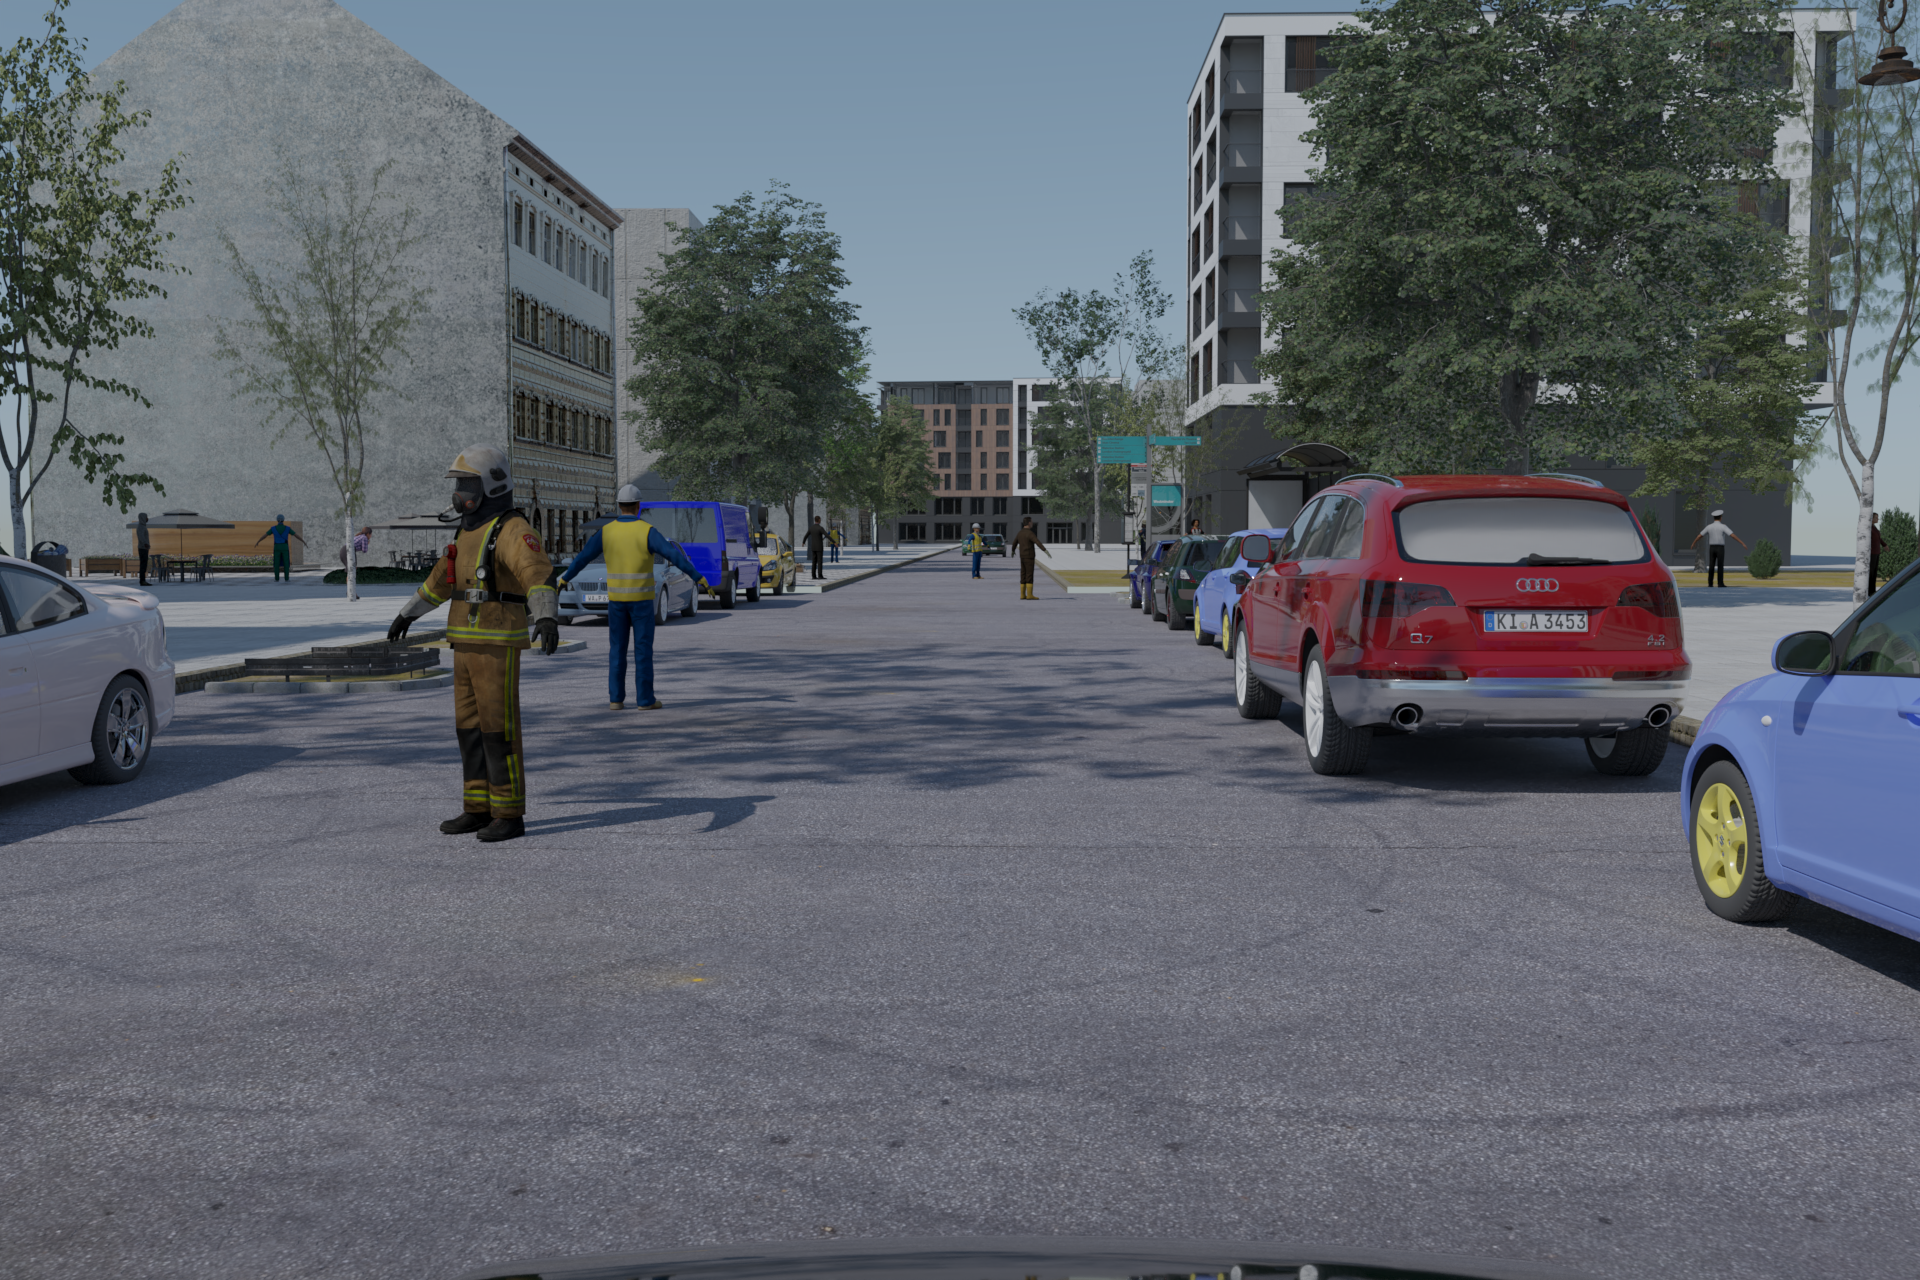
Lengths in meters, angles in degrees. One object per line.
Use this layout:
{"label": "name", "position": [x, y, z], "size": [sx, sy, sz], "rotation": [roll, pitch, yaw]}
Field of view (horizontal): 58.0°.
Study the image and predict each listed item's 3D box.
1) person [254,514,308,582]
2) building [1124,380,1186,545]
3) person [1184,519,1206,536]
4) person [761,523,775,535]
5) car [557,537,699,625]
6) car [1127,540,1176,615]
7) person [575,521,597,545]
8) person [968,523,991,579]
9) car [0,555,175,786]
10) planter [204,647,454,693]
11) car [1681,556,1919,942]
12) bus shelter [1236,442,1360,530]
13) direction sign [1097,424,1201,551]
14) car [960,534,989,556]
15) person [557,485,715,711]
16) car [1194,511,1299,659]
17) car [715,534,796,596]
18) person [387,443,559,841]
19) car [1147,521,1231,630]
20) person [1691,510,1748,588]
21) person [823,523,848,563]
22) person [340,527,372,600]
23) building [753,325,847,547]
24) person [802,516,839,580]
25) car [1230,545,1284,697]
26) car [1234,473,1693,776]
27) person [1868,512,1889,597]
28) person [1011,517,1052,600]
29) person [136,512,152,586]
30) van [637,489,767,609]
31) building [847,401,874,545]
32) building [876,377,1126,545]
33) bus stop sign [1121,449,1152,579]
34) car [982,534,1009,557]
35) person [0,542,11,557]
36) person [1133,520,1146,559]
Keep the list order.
{"label": "person", "position": [-18.283, -2.479, 46.654], "size": [1.347, 1.817, 0.704], "rotation": [-1, 4, -20]}
{"label": "building", "position": [29.141, -20.807, 206.649], "size": [16.747, 18.905, 31.486], "rotation": [0, 4, 1]}
{"label": "person", "position": [8.623, -3.496, 63.301], "size": [1.345, 1.843, 0.704], "rotation": [-1, 4, -11]}
{"label": "person", "position": [-8.068, -4.040, 71.917], "size": [1.347, 1.847, 0.705], "rotation": [-2, 4, -35]}
{"label": "car", "position": [-5.473, -1.024, 28.741], "size": [2.014, 1.417, 4.499], "rotation": [0, 4, 1]}
{"label": "car", "position": [4.126, -1.198, 32.175], "size": [1.945, 1.354, 3.894], "rotation": [0, 4, 0]}
{"label": "person", "position": [-15.115, -3.956, 70.862], "size": [1.347, 1.806, 0.705], "rotation": [-2, 4, -29]}
{"label": "person", "position": [0.598, -2.829, 55.169], "size": [0.721, 1.772, 1.216], "rotation": [2, 4, 35]}
{"label": "car", "position": [-5.734, 0.227, 8.654], "size": [2.083, 1.381, 4.827], "rotation": [0, 4, 1]}
{"label": "planter", "position": [-5.822, 0.278, 16.601], "size": [1.991, 0.319, 1.994], "rotation": [0, 4, 1]}
{"label": "car", "position": [3.649, 0.261, 5.319], "size": [1.945, 1.707, 3.694], "rotation": [0, 3, 0]}
{"label": "bus shelter", "position": [7.873, -2.873, 40.902], "size": [2.014, 3.302, 5.546], "rotation": [0, 4, 2]}
{"label": "direction sign", "position": [4.600, -3.235, 41.659], "size": [2.525, 3.948, 1.411], "rotation": [0, 4, 0]}
{"label": "car", "position": [1.076, -6.326, 115.220], "size": [2.131, 1.459, 4.920], "rotation": [0, 4, 2]}
{"label": "person", "position": [-2.679, -0.350, 14.146], "size": [1.349, 1.833, 0.705], "rotation": [0, 4, 7]}
{"label": "car", "position": [3.877, -0.709, 21.187], "size": [1.945, 1.707, 3.694], "rotation": [0, 3, 0]}
{"label": "car", "position": [-4.957, -1.917, 41.571], "size": [2.015, 1.641, 3.980], "rotation": [0, 4, 1]}
{"label": "person", "position": [-2.261, 0.002, 8.194], "size": [1.354, 1.858, 0.705], "rotation": [3, 5, 42]}
{"label": "car", "position": [3.981, -1.062, 27.152], "size": [2.009, 1.686, 4.222], "rotation": [0, 4, 1]}
{"label": "person", "position": [18.194, -2.190, 41.599], "size": [0.704, 1.855, 1.343], "rotation": [-3, 5, -43]}
{"label": "person", "position": [-5.548, -4.305, 76.846], "size": [1.216, 1.772, 0.721], "rotation": [1, 4, 11]}
{"label": "person", "position": [-11.799, -1.504, 33.871], "size": [0.421, 1.427, 0.697], "rotation": [2, 4, 35]}
{"label": "building", "position": [-21.678, -21.064, 175.319], "size": [19.493, 23.208, 18.063], "rotation": [0, 4, 2]}
{"label": "person", "position": [-3.994, -2.606, 48.829], "size": [1.346, 1.802, 0.704], "rotation": [3, 4, 38]}
{"label": "car", "position": [3.662, -0.418, 16.626], "size": [2.009, 1.686, 4.222], "rotation": [0, 4, 2]}
{"label": "car", "position": [3.148, -0.193, 11.826], "size": [2.281, 1.827, 5.304], "rotation": [0, 4, 1]}
{"label": "person", "position": [18.768, -1.753, 35.475], "size": [1.215, 1.729, 0.721], "rotation": [-3, 5, -45]}
{"label": "person", "position": [1.493, -1.781, 37.708], "size": [0.704, 1.812, 1.346], "rotation": [-3, 4, -36]}
{"label": "person", "position": [-20.147, -2.243, 42.803], "size": [0.705, 1.813, 1.348], "rotation": [-2, 4, -24]}
{"label": "van", "position": [-5.212, -1.863, 34.840], "size": [2.240, 2.365, 5.245], "rotation": [0, 4, 1]}
{"label": "building", "position": [-20.518, -22.988, 206.790], "size": [19.493, 23.208, 18.063], "rotation": [0, 4, 2]}
{"label": "building", "position": [6.262, -24.004, 238.898], "size": [32.646, 21.610, 27.936], "rotation": [0, 4, 6]}
{"label": "bus stop sign", "position": [5.052, -3.724, 49.598], "size": [0.855, 3.939, 0.416], "rotation": [0, 4, 2]}
{"label": "car", "position": [2.017, -5.970, 107.403], "size": [2.009, 1.686, 4.222], "rotation": [0, 4, 1]}
{"label": "person", "position": [-13.063, -0.876, 23.531], "size": [0.599, 1.438, 0.989], "rotation": [0, 4, 3]}
{"label": "person", "position": [7.390, -3.901, 69.558], "size": [1.354, 1.856, 0.705], "rotation": [-3, 5, -45]}
